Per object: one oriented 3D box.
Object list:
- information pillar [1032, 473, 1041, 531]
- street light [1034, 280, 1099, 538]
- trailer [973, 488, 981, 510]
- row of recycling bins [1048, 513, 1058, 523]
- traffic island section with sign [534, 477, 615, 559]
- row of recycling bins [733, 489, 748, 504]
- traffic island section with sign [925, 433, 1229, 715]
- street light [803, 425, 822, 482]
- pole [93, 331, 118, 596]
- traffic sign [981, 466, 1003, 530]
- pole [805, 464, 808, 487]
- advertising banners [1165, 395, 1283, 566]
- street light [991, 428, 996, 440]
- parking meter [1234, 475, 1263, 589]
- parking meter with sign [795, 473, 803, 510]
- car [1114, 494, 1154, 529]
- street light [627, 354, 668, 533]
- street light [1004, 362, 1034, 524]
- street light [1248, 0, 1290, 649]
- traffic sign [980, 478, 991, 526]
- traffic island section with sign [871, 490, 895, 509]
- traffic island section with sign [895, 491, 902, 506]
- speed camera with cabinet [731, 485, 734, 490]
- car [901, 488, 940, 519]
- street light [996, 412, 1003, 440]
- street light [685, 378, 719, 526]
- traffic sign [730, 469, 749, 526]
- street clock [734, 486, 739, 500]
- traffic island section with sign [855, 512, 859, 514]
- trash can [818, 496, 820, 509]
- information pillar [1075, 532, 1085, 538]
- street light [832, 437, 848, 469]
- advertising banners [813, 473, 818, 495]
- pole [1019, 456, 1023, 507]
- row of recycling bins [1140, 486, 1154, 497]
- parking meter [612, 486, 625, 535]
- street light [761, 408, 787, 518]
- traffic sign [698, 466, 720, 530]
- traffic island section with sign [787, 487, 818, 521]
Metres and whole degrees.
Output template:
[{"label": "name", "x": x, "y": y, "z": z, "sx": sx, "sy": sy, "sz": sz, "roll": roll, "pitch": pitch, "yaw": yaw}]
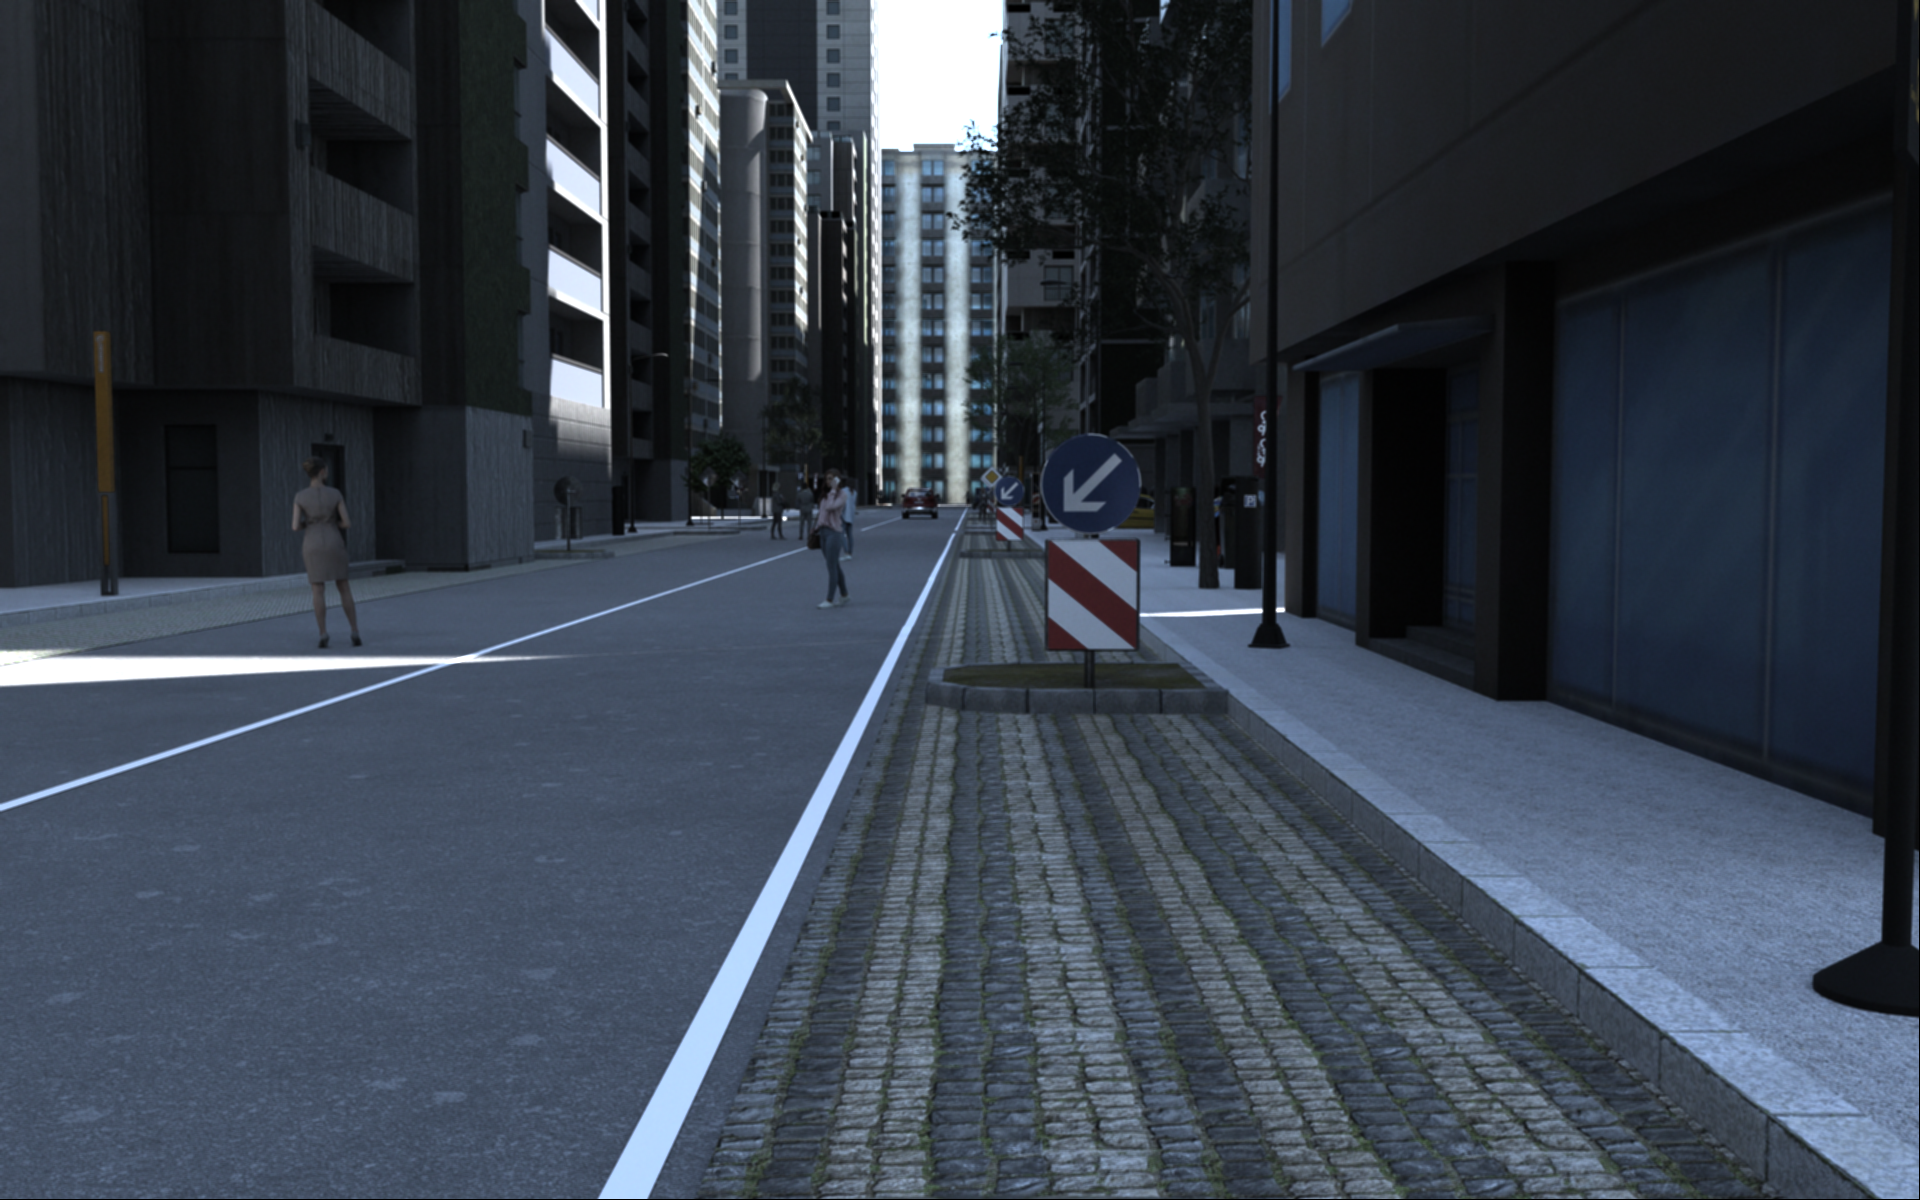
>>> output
[{"label": "information pillar", "x": 2.644, "y": -3.391, "z": 59.942, "sx": 0.304, "sy": 2.012, "sz": 0.304, "roll": 0, "pitch": 4, "yaw": 8}, {"label": "street light", "x": 2.435, "y": -3.983, "z": 37.668, "sx": 1.470, "sy": 5.913, "sz": 1.316, "roll": 0, "pitch": 4, "yaw": 0}, {"label": "trailer", "x": 1.946, "y": -9.340, "z": 159.753, "sx": 1.471, "sy": 1.999, "sz": 3.904, "roll": 0, "pitch": 4, "yaw": 2}, {"label": "row of recycling bins", "x": 5.651, "y": -4.217, "z": 76.069, "sx": 3.534, "sy": 1.692, "sz": 1.069, "roll": 0, "pitch": 4, "yaw": -1}, {"label": "traffic island section with sign", "x": -8.795, "y": -1.834, "z": 38.606, "sx": 1.989, "sy": 1.847, "sz": 2.006, "roll": 0, "pitch": 4, "yaw": 0}, {"label": "row of recycling bins", "x": -16.571, "y": -7.627, "z": 131.813, "sx": 3.534, "sy": 1.692, "sz": 1.069, "roll": 0, "pitch": 4, "yaw": 7}, {"label": "traffic island section with sign", "x": 0.761, "y": -0.215, "z": 12.151, "sx": 1.989, "sy": 1.847, "sz": 2.006, "roll": 0, "pitch": 4, "yaw": 0}, {"label": "street light", "x": -9.997, "y": -8.817, "z": 116.700, "sx": 1.470, "sy": 5.913, "sz": 1.316, "roll": 0, "pitch": 4, "yaw": 0}, {"label": "pole", "x": -10.763, "y": -1.711, "z": 21.823, "sx": 0.158, "sy": 3.312, "sz": 0.155, "roll": 0, "pitch": 3, "yaw": 0}, {"label": "traffic sign", "x": 1.131, "y": -3.532, "z": 61.398, "sx": 0.795, "sy": 2.450, "sz": 0.064, "roll": 0, "pitch": 4, "yaw": 0}, {"label": "pole", "x": -10.413, "y": -7.568, "z": 117.582, "sx": 0.158, "sy": 3.312, "sz": 0.155, "roll": 0, "pitch": 3, "yaw": 0}, {"label": "advertising banners", "x": 4.675, "y": -2.109, "z": 30.671, "sx": 2.074, "sy": 3.025, "sz": 0.090, "roll": 0, "pitch": 4, "yaw": -3}, {"label": "street light", "x": 3.082, "y": -9.092, "z": 121.192, "sx": 1.470, "sy": 5.913, "sz": 1.316, "roll": 0, "pitch": 4, "yaw": 0}, {"label": "parking meter", "x": 3.907, "y": -0.919, "z": 23.436, "sx": 0.372, "sy": 1.533, "sz": 0.369, "roll": 0, "pitch": 3, "yaw": 0}, {"label": "parking meter with sign", "x": -13.054, "y": -8.855, "z": 141.046, "sx": 0.543, "sy": 3.016, "sz": 1.738, "roll": 0, "pitch": 4, "yaw": 5}, {"label": "car", "x": 6.903, "y": -3.350, "z": 65.004, "sx": 3.980, "sy": 1.641, "sz": 2.015, "roll": 0, "pitch": 4, "yaw": 2}, {"label": "street light", "x": -10.374, "y": -5.196, "z": 57.500, "sx": 1.470, "sy": 5.913, "sz": 1.316, "roll": 0, "pitch": 4, "yaw": 0}, {"label": "street light", "x": 2.402, "y": -5.408, "z": 60.957, "sx": 1.470, "sy": 5.913, "sz": 1.316, "roll": 0, "pitch": 4, "yaw": 0}, {"label": "street light", "x": 2.054, "y": -2.559, "z": 14.382, "sx": 1.470, "sy": 5.913, "sz": 1.316, "roll": 0, "pitch": 4, "yaw": 0}, {"label": "traffic sign", "x": 1.195, "y": -4.021, "z": 69.383, "sx": 0.795, "sy": 2.450, "sz": 0.064, "roll": 0, "pitch": 4, "yaw": 0}, {"label": "traffic island section with sign", "x": -7.732, "y": -9.953, "z": 171.362, "sx": 1.989, "sy": 1.847, "sz": 2.006, "roll": 0, "pitch": 4, "yaw": 0}, {"label": "traffic island section with sign", "x": -7.501, "y": -11.662, "z": 199.304, "sx": 1.989, "sy": 1.847, "sz": 2.006, "roll": 0, "pitch": 4, "yaw": 0}, {"label": "speed camera with cabinet", "x": -16.767, "y": -8.557, "z": 134.238, "sx": 2.038, "sy": 3.252, "sz": 0.660, "roll": 0, "pitch": 4, "yaw": 5}, {"label": "car", "x": -2.343, "y": -5.712, "z": 102.069, "sx": 2.281, "sy": 1.827, "sz": 5.304, "roll": 0, "pitch": 4, "yaw": 0}, {"label": "street light", "x": 2.935, "y": -7.667, "z": 97.904, "sx": 1.470, "sy": 5.913, "sz": 1.316, "roll": 0, "pitch": 4, "yaw": 0}, {"label": "street light", "x": -10.346, "y": -5.937, "z": 69.616, "sx": 1.470, "sy": 5.913, "sz": 1.316, "roll": 0, "pitch": 4, "yaw": 0}, {"label": "traffic sign", "x": -8.848, "y": -4.027, "z": 69.484, "sx": 0.795, "sy": 2.450, "sz": 0.064, "roll": 0, "pitch": 4, "yaw": 0}, {"label": "street clock", "x": -16.515, "y": -7.548, "z": 127.972, "sx": 0.358, "sy": 2.002, "sz": 0.471, "roll": 1, "pitch": 4, "yaw": 11}, {"label": "traffic island section with sign", "x": -8.134, "y": -6.914, "z": 121.667, "sx": 1.989, "sy": 1.847, "sz": 2.006, "roll": 0, "pitch": 4, "yaw": 0}, {"label": "trash can", "x": -11.062, "y": -7.754, "z": 138.434, "sx": 0.748, "sy": 1.137, "sz": 0.748, "roll": 0, "pitch": 3, "yaw": 0}, {"label": "information pillar", "x": 3.127, "y": -2.403, "z": 43.776, "sx": 0.304, "sy": 2.012, "sz": 0.304, "roll": 3, "pitch": 5, "yaw": 44}, {"label": "street light", "x": -9.731, "y": -10.241, "z": 139.987, "sx": 1.470, "sy": 5.913, "sz": 1.316, "roll": 0, "pitch": 4, "yaw": 0}, {"label": "advertising banners", "x": -12.457, "y": -8.951, "z": 142.540, "sx": 2.074, "sy": 3.025, "sz": 0.090, "roll": 2, "pitch": 4, "yaw": 34}, {"label": "pole", "x": 3.256, "y": -6.021, "z": 92.288, "sx": 0.158, "sy": 3.312, "sz": 0.155, "roll": 0, "pitch": 3, "yaw": 0}, {"label": "row of recycling bins", "x": 8.057, "y": -4.578, "z": 81.963, "sx": 3.534, "sy": 1.692, "sz": 1.069, "roll": 0, "pitch": 4, "yaw": -4}, {"label": "parking meter", "x": -10.649, "y": -2.785, "z": 53.953, "sx": 0.372, "sy": 1.533, "sz": 0.369, "roll": 0, "pitch": 3, "yaw": 0}, {"label": "street light", "x": -10.032, "y": -7.393, "z": 93.411, "sx": 1.470, "sy": 5.913, "sz": 1.316, "roll": 0, "pitch": 4, "yaw": 0}, {"label": "traffic sign", "x": -8.912, "y": -3.539, "z": 61.499, "sx": 0.795, "sy": 2.450, "sz": 0.064, "roll": 0, "pitch": 4, "yaw": 0}, {"label": "traffic island section with sign", "x": -8.346, "y": -5.230, "z": 94.146, "sx": 1.989, "sy": 1.847, "sz": 2.006, "roll": 0, "pitch": 4, "yaw": 0}]
